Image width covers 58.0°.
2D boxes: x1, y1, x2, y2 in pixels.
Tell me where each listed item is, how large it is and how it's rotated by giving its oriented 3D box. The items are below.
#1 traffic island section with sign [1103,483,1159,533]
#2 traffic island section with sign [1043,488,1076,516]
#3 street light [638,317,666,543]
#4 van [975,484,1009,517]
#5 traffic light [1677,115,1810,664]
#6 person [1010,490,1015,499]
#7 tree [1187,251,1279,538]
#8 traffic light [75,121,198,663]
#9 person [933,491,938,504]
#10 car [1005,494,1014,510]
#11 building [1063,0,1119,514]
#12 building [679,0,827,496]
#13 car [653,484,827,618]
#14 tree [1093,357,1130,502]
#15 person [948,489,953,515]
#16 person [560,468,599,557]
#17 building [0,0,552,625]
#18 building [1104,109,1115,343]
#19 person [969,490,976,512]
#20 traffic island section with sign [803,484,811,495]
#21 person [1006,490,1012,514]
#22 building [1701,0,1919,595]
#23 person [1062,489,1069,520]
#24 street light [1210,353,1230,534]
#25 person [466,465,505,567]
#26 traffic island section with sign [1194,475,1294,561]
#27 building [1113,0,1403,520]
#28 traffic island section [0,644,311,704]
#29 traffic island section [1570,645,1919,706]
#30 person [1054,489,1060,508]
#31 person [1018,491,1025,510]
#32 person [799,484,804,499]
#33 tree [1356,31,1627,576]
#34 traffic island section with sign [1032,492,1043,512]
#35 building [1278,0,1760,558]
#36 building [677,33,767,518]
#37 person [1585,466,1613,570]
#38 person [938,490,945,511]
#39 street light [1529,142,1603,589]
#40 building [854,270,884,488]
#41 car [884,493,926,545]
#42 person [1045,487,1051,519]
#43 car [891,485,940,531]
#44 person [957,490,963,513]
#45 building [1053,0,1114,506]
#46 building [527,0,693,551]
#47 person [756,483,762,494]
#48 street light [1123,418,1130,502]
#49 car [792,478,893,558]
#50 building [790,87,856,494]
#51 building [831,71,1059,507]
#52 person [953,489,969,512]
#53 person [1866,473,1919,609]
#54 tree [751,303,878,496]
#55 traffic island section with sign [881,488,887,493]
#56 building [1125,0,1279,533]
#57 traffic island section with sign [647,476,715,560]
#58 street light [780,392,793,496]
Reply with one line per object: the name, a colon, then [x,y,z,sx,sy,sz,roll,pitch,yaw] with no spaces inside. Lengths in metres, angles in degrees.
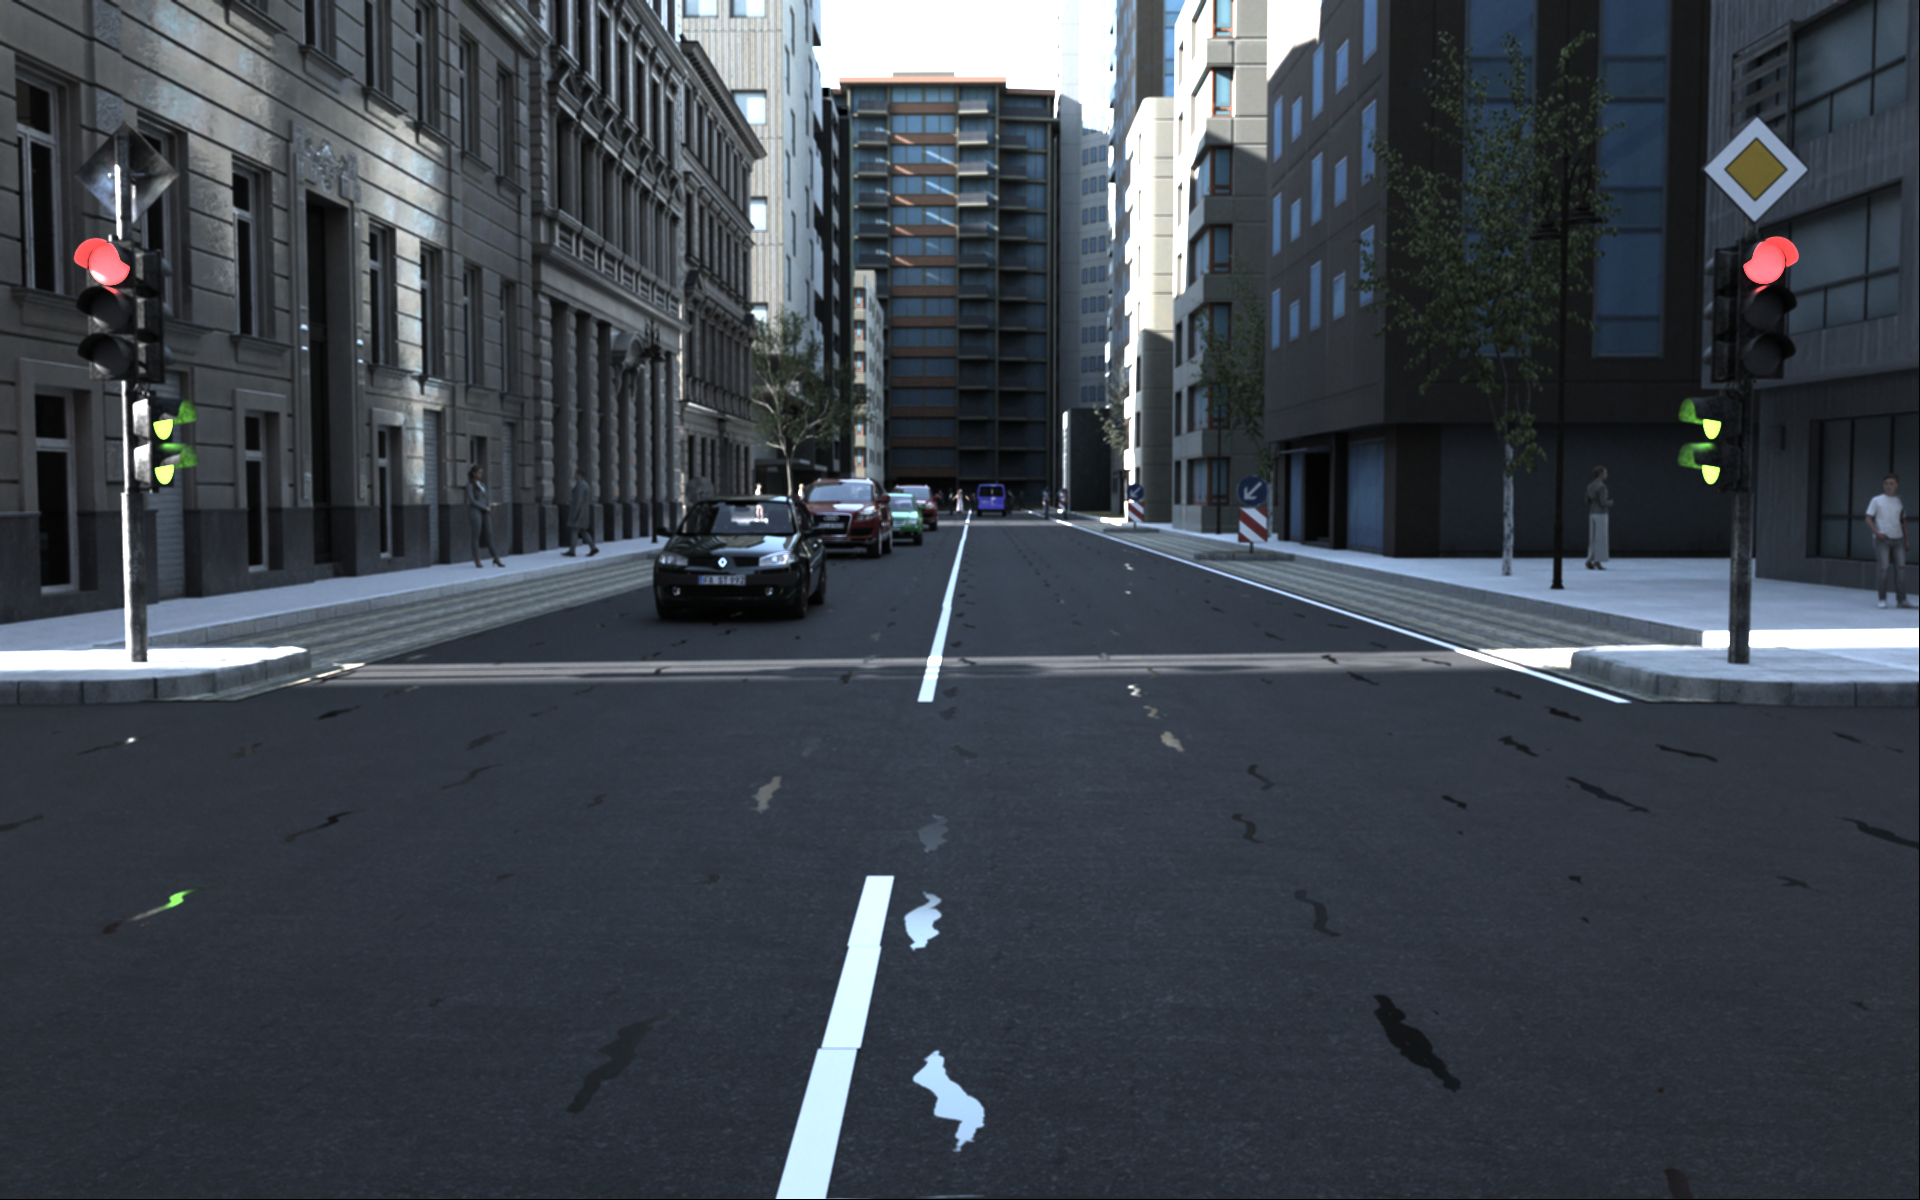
traffic island section with sign: [6.370,-3.430,64.705,1.989,1.847,2.006,0,4,0]
traffic island section with sign: [6.781,-6.578,116.176,1.989,1.847,2.006,0,4,0]
street light: [-8.038,-4.441,45.398,0.468,5.910,1.993,0,4,0]
van: [2.055,-6.583,112.008,2.240,2.365,5.245,0,4,2]
traffic light: [5.891,-1.475,13.031,0.839,4.253,0.868,0,4,0]
person: [4.866,-9.574,165.120,0.705,1.814,1.350,-2,4,-24]
tree: [8.900,-6.149,50.901,4.737,8.622,4.395,0,3,0]
traffic light: [-6.270,-1.480,13.115,0.839,4.253,0.868,0,4,0]
person: [-2.172,-9.153,158.973,1.217,1.723,0.721,2,4,28]
car: [3.887,-8.922,157.679,2.131,1.459,4.920,0,4,2]
building: [19.367,-49.509,122.149,22.319,86.520,31.000,0,4,0]
building: [-22.374,-31.322,101.348,28.713,52.752,27.495,0,4,0]
car: [-2.622,-0.698,21.206,2.009,1.686,4.222,0,4,0]
tree: [8.939,-8.680,92.276,4.360,8.622,3.978,0,3,0]
person: [-0.648,-6.762,119.135,0.705,1.814,1.350,0,4,4]
person: [-7.828,-1.801,35.598,0.767,1.812,0.694,0,4,-2]
building: [-14.974,-13.937,25.137,12.463,27.353,25.104,0,4,0]
building: [25.792,-28.130,151.800,32.217,40.220,23.993,0,4,0]
person: [1.183,-8.088,141.452,0.721,1.736,1.217,-3,5,-45]
traffic island section with sign: [-5.555,-3.470,65.369,1.989,1.847,2.006,0,4,0]
person: [3.311,-6.973,123.307,0.742,1.727,0.445,-1,4,-9]
building: [18.102,-20.479,18.429,14.086,41.232,14.154,0,4,0]
person: [6.042,-5.404,97.580,0.721,1.743,1.217,0,4,1]
street light: [8.261,-5.037,55.145,0.468,5.910,1.993,0,4,0]
person: [-8.311,-1.468,30.312,0.573,1.790,0.520,0,4,4]
traffic island section with sign: [6.146,-1.781,37.751,1.989,1.847,2.006,0,4,0]
building: [16.500,-27.569,100.871,14.600,45.320,14.200,0,4,0]
traffic island section: [-6.310,0.552,13.250,2.009,0.180,2.903,0,4,0]
traffic island section: [5.931,0.559,13.145,2.009,0.180,2.903,0,4,0]
person: [8.970,-9.373,160.011,0.721,1.735,1.217,-1,4,-20]
person: [5.548,-8.951,155.771,0.530,1.710,0.541,-2,4,-27]
person: [-7.887,-4.876,86.114,0.624,1.780,0.694,1,4,12]
tree: [8.391,-4.684,26.948,4.737,8.622,4.395,0,3,0]
traffic island section with sign: [7.001,-8.226,143.130,1.989,1.847,2.006,0,4,0]
building: [15.320,-23.846,39.985,14.600,45.320,14.200,0,4,0]
building: [-13.882,-12.404,67.439,10.561,19.102,19.286,0,4,0]
person: [10.843,-1.390,29.313,0.362,1.759,0.519,-1,4,-12]
person: [-1.557,-8.214,143.245,0.683,1.767,0.568,1,4,9]
street light: [8.080,-3.087,23.254,0.468,5.910,1.993,0,4,0]
building: [-21.804,-18.703,150.828,28.899,21.520,27.650,0,4,0]
car: [-1.959,-2.513,49.886,1.959,1.807,4.718,0,4,-1]
person: [4.997,-5.517,98.779,0.705,1.814,1.350,0,4,-2]
car: [-1.921,-3.687,68.948,2.281,1.827,5.304,0,4,0]
person: [-0.040,-7.643,134.130,0.621,1.740,0.551,-1,4,-22]
building: [24.268,-39.131,181.790,28.212,58.520,21.231,0,4,0]
building: [-14.076,-13.385,47.729,11.050,23.489,19.941,0,4,0]
person: [-9.441,-4.622,81.955,0.374,1.781,0.599,-2,4,-26]
street light: [8.507,-7.035,87.808,0.468,5.910,1.993,0,4,0]
car: [-2.716,-1.944,40.457,2.281,1.827,5.304,0,4,2]
building: [-14.980,-21.510,123.397,14.160,30.474,14.107,0,4,0]
building: [-4.405,-32.279,182.387,28.867,44.769,22.147,0,4,0]
person: [0.083,-7.739,135.040,1.348,1.822,0.705,1,4,9]
person: [10.462,-0.660,19.434,0.503,1.515,0.523,-2,4,-31]
tree: [-8.154,-9.156,84.116,8.767,10.594,7.601,0,4,-4]
traffic island section with sign: [-5.137,-6.556,115.812,1.989,1.847,2.006,0,4,0]
building: [21.821,-13.768,70.154,27.650,21.520,28.899,0,4,0]
traffic island section with sign: [-5.776,-1.820,38.388,1.989,1.847,2.006,0,4,0]
street light: [-7.748,-6.391,77.288,0.468,5.910,1.993,0,4,0]
